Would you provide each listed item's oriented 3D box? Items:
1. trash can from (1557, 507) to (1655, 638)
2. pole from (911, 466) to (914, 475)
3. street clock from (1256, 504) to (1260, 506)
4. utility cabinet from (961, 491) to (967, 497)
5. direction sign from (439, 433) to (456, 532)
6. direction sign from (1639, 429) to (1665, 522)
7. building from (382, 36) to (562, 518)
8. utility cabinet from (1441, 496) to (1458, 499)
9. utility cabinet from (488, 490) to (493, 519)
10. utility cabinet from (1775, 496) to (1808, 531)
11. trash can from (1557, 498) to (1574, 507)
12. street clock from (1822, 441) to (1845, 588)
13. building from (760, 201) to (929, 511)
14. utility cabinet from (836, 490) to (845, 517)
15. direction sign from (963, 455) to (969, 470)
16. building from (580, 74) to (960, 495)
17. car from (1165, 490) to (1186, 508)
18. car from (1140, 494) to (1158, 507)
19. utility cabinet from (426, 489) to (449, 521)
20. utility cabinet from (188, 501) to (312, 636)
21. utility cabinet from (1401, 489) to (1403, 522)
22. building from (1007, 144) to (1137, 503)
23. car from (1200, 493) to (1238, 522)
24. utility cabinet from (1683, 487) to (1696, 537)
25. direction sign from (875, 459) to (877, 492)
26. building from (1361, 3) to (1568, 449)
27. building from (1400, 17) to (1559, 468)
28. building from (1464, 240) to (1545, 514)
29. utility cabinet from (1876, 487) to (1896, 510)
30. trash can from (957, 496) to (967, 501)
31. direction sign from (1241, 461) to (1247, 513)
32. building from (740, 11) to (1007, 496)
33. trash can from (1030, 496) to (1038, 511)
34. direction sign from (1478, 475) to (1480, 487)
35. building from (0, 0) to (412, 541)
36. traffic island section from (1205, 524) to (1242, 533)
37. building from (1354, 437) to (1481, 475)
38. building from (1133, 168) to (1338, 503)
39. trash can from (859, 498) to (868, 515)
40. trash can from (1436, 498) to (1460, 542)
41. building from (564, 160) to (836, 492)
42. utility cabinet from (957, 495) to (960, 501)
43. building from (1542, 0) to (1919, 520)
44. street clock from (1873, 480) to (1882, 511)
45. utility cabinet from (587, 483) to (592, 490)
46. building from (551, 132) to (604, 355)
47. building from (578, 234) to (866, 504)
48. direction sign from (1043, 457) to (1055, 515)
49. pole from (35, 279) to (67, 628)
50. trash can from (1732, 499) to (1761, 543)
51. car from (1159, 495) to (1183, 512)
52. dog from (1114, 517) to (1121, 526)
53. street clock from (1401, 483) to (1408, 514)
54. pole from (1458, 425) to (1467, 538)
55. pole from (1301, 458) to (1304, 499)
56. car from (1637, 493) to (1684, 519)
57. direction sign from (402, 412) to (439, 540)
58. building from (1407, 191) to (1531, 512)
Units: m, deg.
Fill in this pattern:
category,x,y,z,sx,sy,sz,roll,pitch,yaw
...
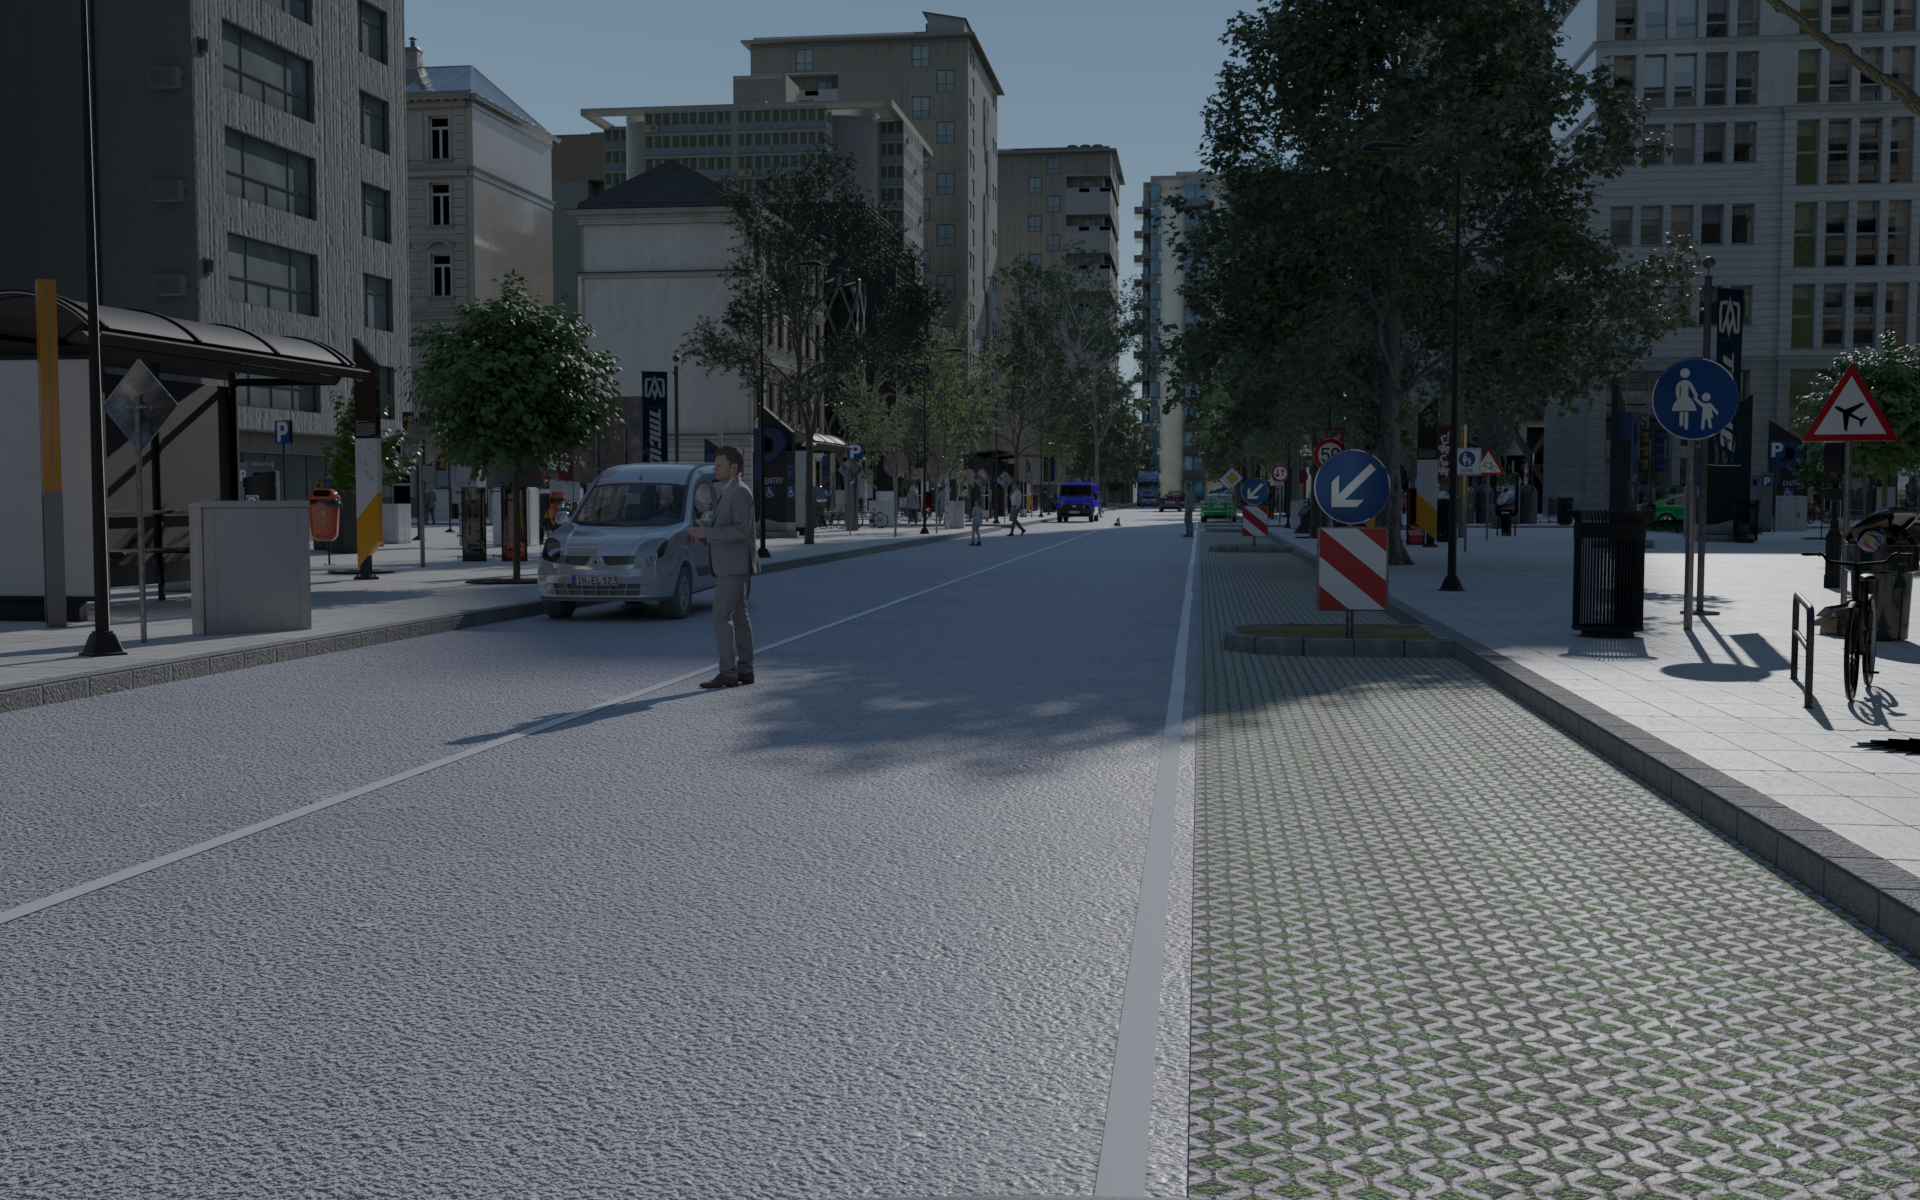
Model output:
category,x,y,z,sx,sy,sz,roll,pitch,yaw
trash can,5.835,-0.240,15.578,0.748,1.137,0.748,0,3,0
pole,-3.416,-8.017,124.926,0.158,3.312,0.155,0,3,0
street clock,15.589,-5.257,90.527,0.358,2.002,0.471,-2,4,-34
utility cabinet,0.651,-7.774,135.783,1.173,1.500,0.318,1,4,9
direction sign,-17.085,-4.034,57.948,0.876,3.537,0.379,0,4,-7
direction sign,24.129,-4.188,60.463,0.876,3.537,0.379,0,4,-3
building,-37.096,-18.496,99.669,25.104,27.353,12.463,0,4,8
utility cabinet,18.061,-3.232,64.004,0.306,1.237,1.020,0,4,-4
utility cabinet,-22.935,-4.740,86.174,1.173,1.500,0.318,2,4,33
utility cabinet,28.575,-2.959,59.545,1.020,1.237,0.306,0,4,-7
trash can,24.869,-3.641,71.188,0.748,1.137,0.748,0,3,0
street clock,11.933,-1.166,23.627,0.358,2.002,0.471,3,5,40
building,-9.832,-18.976,139.929,12.332,23.373,15.834,0,4,8
utility cabinet,-6.852,-5.378,96.613,1.173,1.500,0.318,3,5,45
direction sign,0.632,-6.640,100.554,0.876,3.537,0.379,1,4,13
building,-16.552,-28.924,164.793,32.217,40.220,23.993,0,4,8
car,22.614,-10.576,181.592,2.281,1.827,5.304,0,4,8
car,20.750,-10.902,190.242,2.014,1.417,4.499,0,4,8
utility cabinet,-24.893,-4.524,82.653,1.173,1.500,0.318,1,4,19
utility cabinet,-6.593,-0.302,16.106,0.306,1.237,1.020,3,5,43
utility cabinet,19.740,-4.249,78.157,0.318,1.500,1.173,0,4,7
building,12.507,-41.064,260.639,27.495,52.752,28.713,0,4,8
car,13.270,-4.888,88.718,1.959,1.807,4.718,1,4,9
utility cabinet,21.722,-2.554,50.442,1.173,1.500,0.318,1,4,22
direction sign,-4.738,-6.475,97.861,0.379,3.537,0.876,-1,4,-10
building,53.432,-52.672,173.863,22.319,86.520,31.000,0,4,8
building,45.688,-28.736,153.424,14.154,41.232,14.086,0,4,8
building,42.301,-15.179,115.626,16.820,18.784,16.811,0,4,8
utility cabinet,29.577,-2.810,54.616,1.173,1.500,0.318,3,4,37
trash can,0.211,-5.935,108.683,0.748,1.137,0.748,0,3,0
direction sign,19.549,-7.772,119.066,0.379,3.537,0.876,2,4,28
building,-10.120,-37.339,199.723,27.495,52.752,28.713,0,4,8
trash can,5.515,-7.229,129.854,0.748,1.137,0.748,0,3,0
direction sign,29.993,-6.613,100.123,0.379,3.537,0.876,1,4,13
building,-23.601,-16.863,47.413,14.107,30.474,14.160,0,4,8
traffic island section,10.311,-2.648,65.578,2.009,0.180,2.903,0,4,8
building,52.436,-33.521,198.180,14.600,45.320,14.200,0,4,8
building,41.009,-38.871,255.154,30.456,49.044,23.786,0,4,8
trash can,-5.943,-5.783,106.205,0.748,1.137,0.748,0,3,0
trash can,13.416,-2.263,48.658,0.748,1.137,0.748,0,3,0
building,-14.319,-14.421,100.408,10.561,19.102,19.286,0,4,8
utility cabinet,-0.548,-7.771,138.217,1.020,1.237,0.306,0,4,3
building,46.123,-18.970,87.651,29.804,29.767,11.434,0,4,8
street clock,32.760,-3.497,61.749,0.358,2.002,0.471,0,4,4
utility cabinet,-6.826,-1.580,34.516,1.173,1.500,0.318,1,4,17
building,-45.233,-34.323,211.292,14.200,45.320,14.600,0,4,8
building,-15.107,-15.368,118.714,16.820,18.784,16.811,0,4,8
direction sign,5.450,-6.967,105.903,0.876,3.537,0.379,3,5,41
pole,-8.706,-1.391,16.581,0.158,3.312,0.155,0,3,0
trash can,20.618,-2.067,45.452,0.748,1.137,0.748,0,3,0
car,16.853,-7.703,138.525,1.945,1.354,3.894,1,4,9
dog,7.093,-3.488,77.216,0.550,0.427,0.748,2,4,27
street clock,28.870,-6.607,112.602,0.358,2.002,0.471,3,5,43
pole,14.757,-3.488,50.876,0.158,3.312,0.155,0,3,0
pole,18.474,-6.098,93.545,0.158,3.312,0.155,0,3,0
car,28.530,-3.558,66.966,4.718,1.807,1.959,1,4,9
direction sign,-15.021,-3.423,47.968,0.379,3.537,0.876,3,5,40
building,42.220,-19.358,134.528,12.078,24.808,19.932,0,4,8
